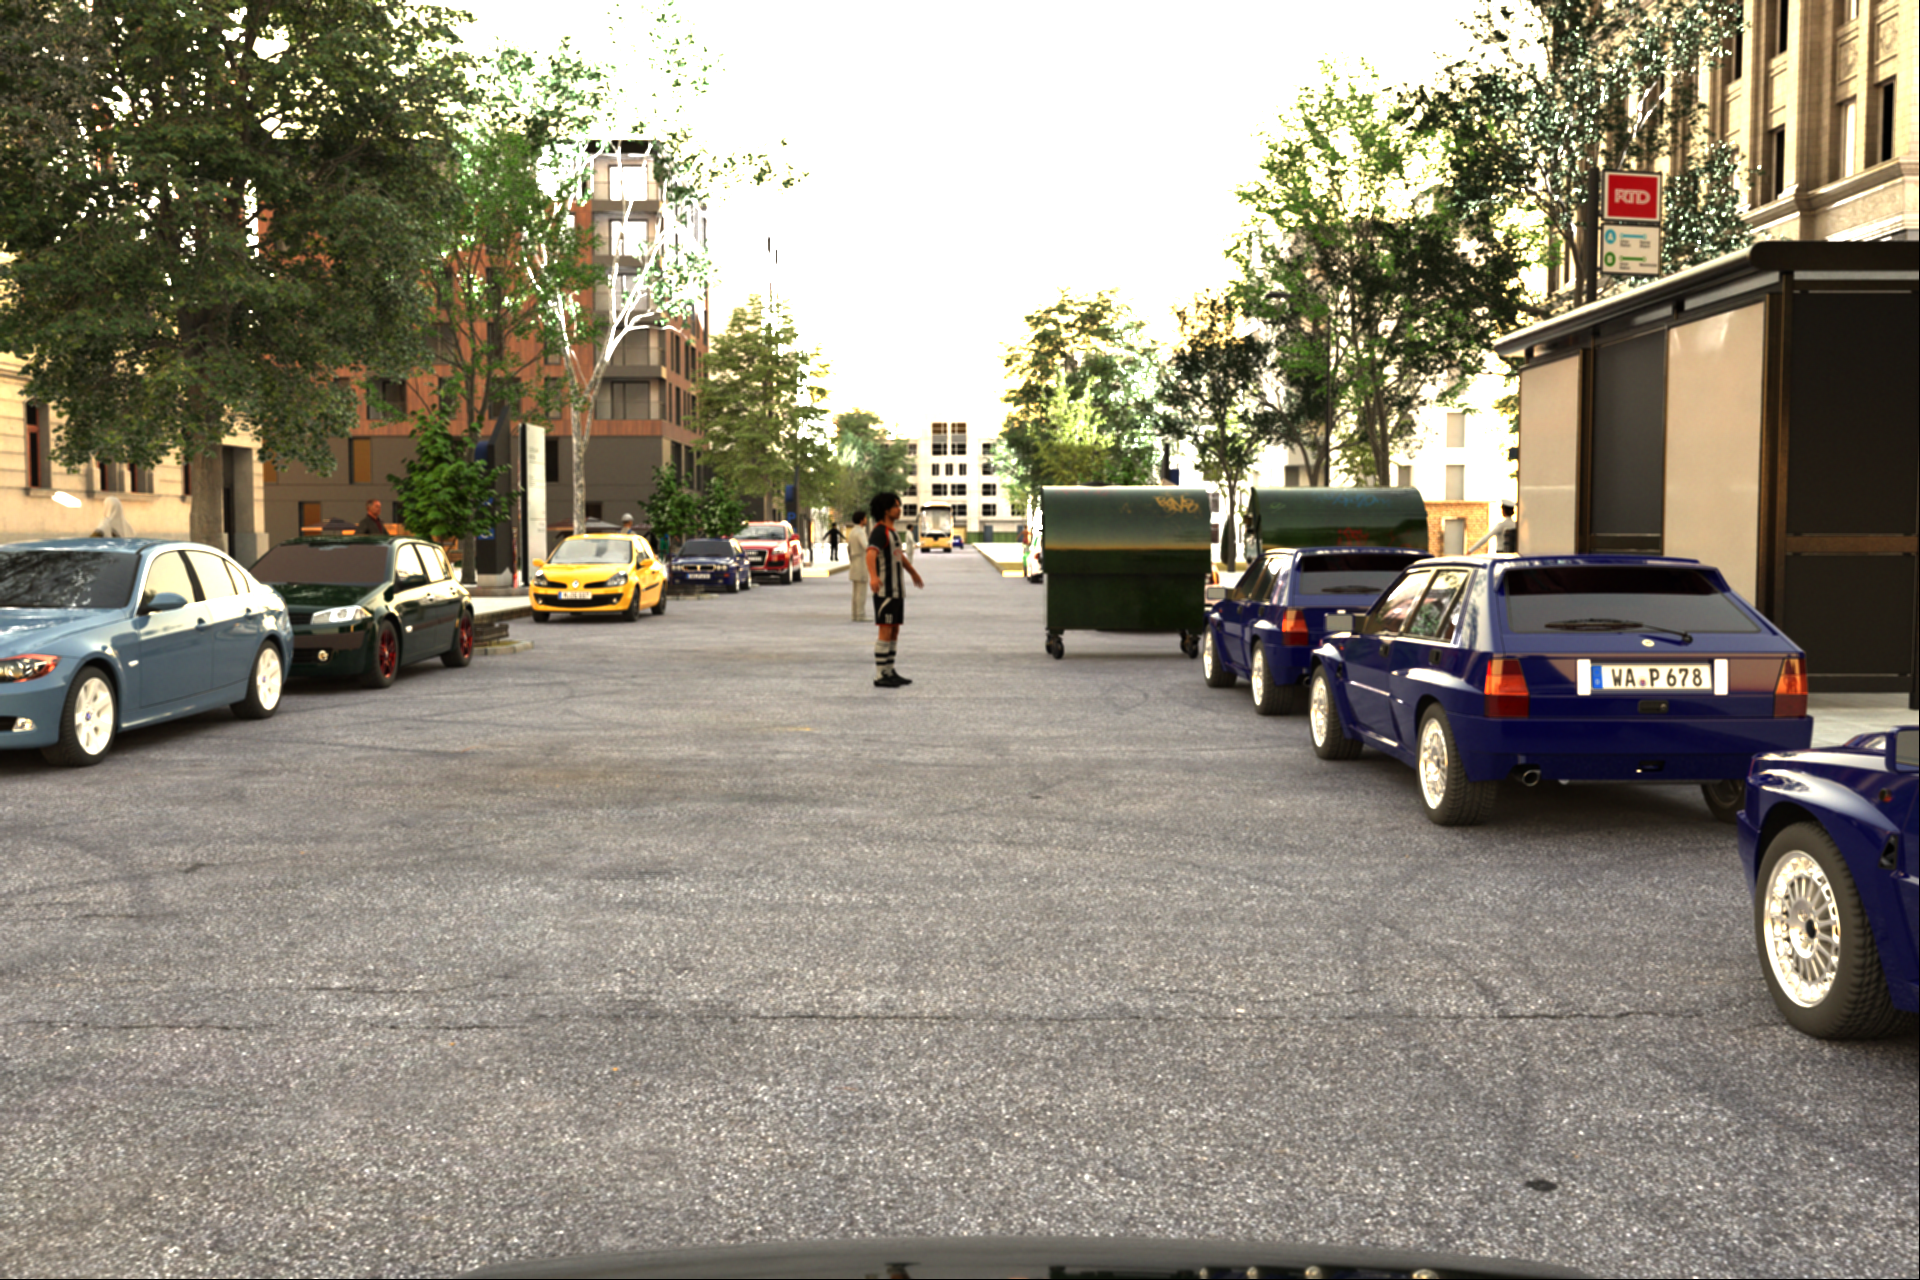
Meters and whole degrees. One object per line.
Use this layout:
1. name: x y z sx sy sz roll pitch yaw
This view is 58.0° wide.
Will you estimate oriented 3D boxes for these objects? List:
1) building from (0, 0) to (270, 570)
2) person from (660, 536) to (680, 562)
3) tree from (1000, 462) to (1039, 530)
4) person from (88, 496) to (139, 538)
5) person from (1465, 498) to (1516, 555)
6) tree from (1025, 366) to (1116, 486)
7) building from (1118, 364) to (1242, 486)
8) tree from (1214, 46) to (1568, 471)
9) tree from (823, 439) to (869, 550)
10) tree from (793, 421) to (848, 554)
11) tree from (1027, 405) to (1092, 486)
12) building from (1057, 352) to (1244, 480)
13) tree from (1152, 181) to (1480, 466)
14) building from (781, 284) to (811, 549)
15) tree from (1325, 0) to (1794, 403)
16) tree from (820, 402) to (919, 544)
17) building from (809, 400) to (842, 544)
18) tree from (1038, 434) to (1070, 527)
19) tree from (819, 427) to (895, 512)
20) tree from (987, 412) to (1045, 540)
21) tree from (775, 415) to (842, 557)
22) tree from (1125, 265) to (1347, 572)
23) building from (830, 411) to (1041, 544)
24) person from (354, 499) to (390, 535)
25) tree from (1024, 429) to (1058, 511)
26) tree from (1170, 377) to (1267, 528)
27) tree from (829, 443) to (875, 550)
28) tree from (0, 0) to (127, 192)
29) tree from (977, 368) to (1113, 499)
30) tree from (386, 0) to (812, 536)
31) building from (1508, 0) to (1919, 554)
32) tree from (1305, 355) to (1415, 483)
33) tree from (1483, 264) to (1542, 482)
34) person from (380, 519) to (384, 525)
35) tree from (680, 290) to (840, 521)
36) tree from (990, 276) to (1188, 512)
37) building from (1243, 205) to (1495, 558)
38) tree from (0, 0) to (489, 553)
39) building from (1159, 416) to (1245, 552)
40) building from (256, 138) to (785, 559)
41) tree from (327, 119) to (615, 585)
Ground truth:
1. building: -31.434 -16.157 51.552 14.401 28.519 23.554 0 4 -1
2. person: -13.638 -4.520 80.032 1.347 1.817 0.704 0 4 0
3. tree: 5.872 -12.775 159.235 4.737 8.622 4.395 0 3 0
4. person: -10.345 -0.871 21.015 0.721 1.736 1.217 1 4 14
5. person: 7.454 -1.060 23.784 1.216 1.778 0.721 -1 4 -18
6. tree: 4.911 -7.647 75.389 4.737 8.622 4.395 0 3 0
7. building: 22.434 -20.315 188.571 16.016 20.090 11.380 0 4 0
8. tree: 9.223 -6.864 37.982 9.928 11.665 9.643 0 3 0
9. tree: -9.744 -11.311 135.304 4.360 8.622 3.978 0 3 0
10. tree: -8.971 -9.825 111.005 4.737 8.622 4.395 0 3 0
11. tree: 5.966 -8.861 95.233 4.360 8.622 3.978 0 3 0
12. building: 25.469 -22.436 210.803 27.936 21.610 32.646 0 4 0
13. tree: 9.371 -6.843 46.298 8.767 10.594 7.601 0 4 -3
14. building: -27.093 -18.057 139.201 27.936 21.610 32.646 0 4 -1
15. tree: 9.190 -5.632 26.501 7.601 10.594 8.767 0 4 -3
16. tree: -8.806 -15.834 165.542 9.857 13.997 8.962 0 3 0
17. building: -25.834 -24.442 230.554 19.493 23.208 18.063 0 4 1
18. tree: 6.366 -9.566 106.764 4.737 8.622 4.395 0 3 0
19. tree: -9.123 -13.301 151.884 7.601 10.594 8.767 0 4 2
20. tree: 5.935 -13.028 138.769 9.928 11.665 9.643 0 3 0
21. tree: -8.817 -9.088 98.946 4.360 8.622 3.978 0 3 0
22. tree: 9.350 -7.561 58.042 8.767 10.594 7.601 3 5 41
23. building: -4.286 -23.754 257.299 31.486 18.905 16.747 1 4 10
24. person: -8.744 -1.208 25.923 0.705 1.807 1.348 1 4 15
25. tree: 6.913 -10.248 117.918 4.360 8.622 3.978 0 3 0
26. tree: 11.250 -7.513 73.206 4.737 8.622 4.395 0 3 0
27. tree: -9.627 -11.677 141.274 4.360 8.622 3.978 0 3 0
28. tree: -12.350 -6.314 13.611 12.009 13.543 11.850 0 3 0
29. tree: 6.471 -13.250 127.007 12.009 13.543 11.850 0 3 0
30. tree: -11.671 -12.255 56.263 12.611 20.169 13.585 0 3 0
31. building: 26.893 -16.575 50.590 16.754 29.471 25.880 0 4 0
32. tree: 15.627 -7.110 66.612 4.737 8.622 4.395 0 3 0
33. tree: 26.020 -10.053 71.029 9.857 13.997 8.962 0 3 0
34. person: -18.695 -2.993 55.517 0.750 1.759 0.617 0 4 3
35. tree: -9.368 -9.975 81.224 7.486 12.596 7.792 0 3 0
36. tree: 6.431 -10.891 84.730 9.857 13.997 8.962 0 3 0
37. building: 22.781 -15.283 106.302 16.016 20.090 11.380 0 4 0
38. tree: -12.347 -7.419 27.950 9.857 13.997 8.962 0 3 0
39. building: 20.405 -11.142 124.318 9.099 9.664 28.070 0 4 0
40. building: -26.203 -16.035 106.150 27.936 21.610 32.646 0 4 -1
41. tree: -12.389 -7.217 43.754 9.928 11.665 9.643 0 3 0
